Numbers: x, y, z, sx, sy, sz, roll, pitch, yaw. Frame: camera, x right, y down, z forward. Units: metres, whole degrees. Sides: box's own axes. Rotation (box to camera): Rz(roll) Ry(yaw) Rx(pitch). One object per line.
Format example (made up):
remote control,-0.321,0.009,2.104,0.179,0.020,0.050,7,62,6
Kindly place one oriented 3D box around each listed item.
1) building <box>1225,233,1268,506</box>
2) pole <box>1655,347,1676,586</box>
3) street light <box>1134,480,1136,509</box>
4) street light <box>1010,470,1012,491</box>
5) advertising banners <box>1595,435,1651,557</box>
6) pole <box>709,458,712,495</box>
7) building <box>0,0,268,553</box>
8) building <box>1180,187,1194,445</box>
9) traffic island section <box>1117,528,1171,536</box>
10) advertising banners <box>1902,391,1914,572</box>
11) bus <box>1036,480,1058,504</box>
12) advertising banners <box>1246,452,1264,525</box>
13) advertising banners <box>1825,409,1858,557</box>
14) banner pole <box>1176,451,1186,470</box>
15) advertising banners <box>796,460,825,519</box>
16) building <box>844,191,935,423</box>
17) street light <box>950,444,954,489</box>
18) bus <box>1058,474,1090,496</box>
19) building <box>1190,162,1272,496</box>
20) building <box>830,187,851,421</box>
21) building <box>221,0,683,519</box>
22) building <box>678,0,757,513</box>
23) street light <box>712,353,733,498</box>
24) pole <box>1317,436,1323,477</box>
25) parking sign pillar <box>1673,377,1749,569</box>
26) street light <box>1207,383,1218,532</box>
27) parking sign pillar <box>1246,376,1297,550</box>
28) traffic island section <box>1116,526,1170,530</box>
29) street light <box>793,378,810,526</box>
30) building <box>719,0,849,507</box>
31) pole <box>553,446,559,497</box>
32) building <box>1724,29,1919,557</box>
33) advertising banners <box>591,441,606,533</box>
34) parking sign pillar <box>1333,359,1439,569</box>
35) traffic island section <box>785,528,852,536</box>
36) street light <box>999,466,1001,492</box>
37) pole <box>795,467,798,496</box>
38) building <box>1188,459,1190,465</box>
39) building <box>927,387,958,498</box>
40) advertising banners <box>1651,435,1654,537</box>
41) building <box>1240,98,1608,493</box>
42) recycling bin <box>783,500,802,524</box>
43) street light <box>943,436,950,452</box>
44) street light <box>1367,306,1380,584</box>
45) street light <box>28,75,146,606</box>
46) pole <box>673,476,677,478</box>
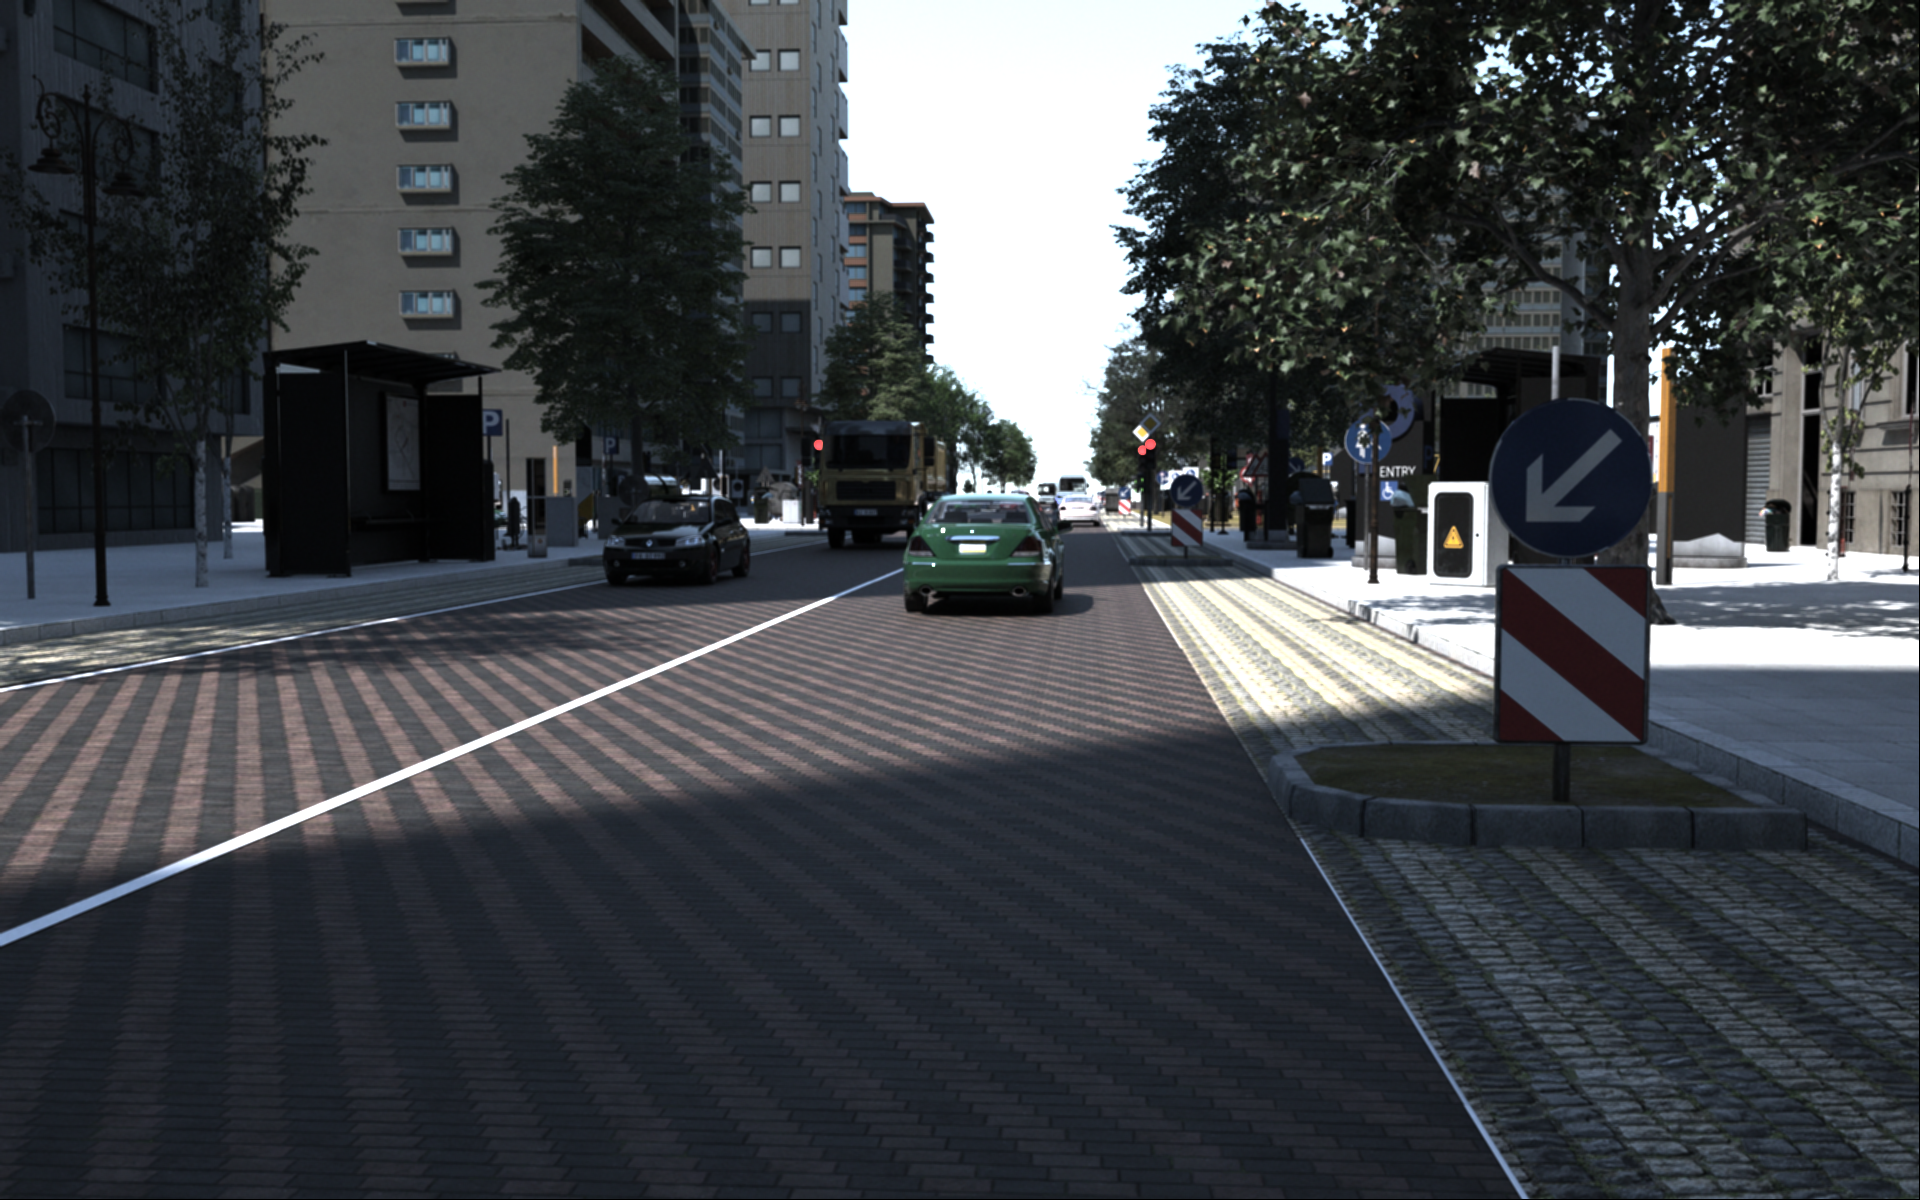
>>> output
building,37.341,-26.120,198.757,14.160,30.474,14.107,0,4,4
pole,9.884,-1.858,24.224,0.158,3.312,0.155,0,3,0
street light,15.184,-10.862,150.388,0.468,5.910,1.993,0,4,4
street light,7.798,-17.746,262.926,0.468,5.910,1.993,0,4,4
advertising banners,12.976,-2.406,35.519,2.074,3.025,0.090,1,4,19
pole,-14.097,-6.364,97.897,0.158,3.312,0.155,0,3,0
building,-26.305,-16.635,43.681,14.107,30.474,14.160,0,4,4
building,50.896,-42.565,285.169,28.713,52.752,27.495,0,4,4
traffic island section,6.539,-2.280,59.565,2.009,0.180,2.903,0,4,4
advertising banners,15.964,-2.014,29.122,0.090,3.025,2.074,2,4,30
bus,13.018,-15.867,254.281,2.948,3.499,13.247,0,4,6
advertising banners,12.386,-4.614,71.624,0.090,3.025,2.074,-1,4,-23
advertising banners,17.977,-2.390,35.261,0.090,3.025,2.074,3,5,40
banner pole,12.878,-6.811,101.379,0.863,3.779,0.401,-2,4,-27
advertising banners,-7.544,-5.675,88.966,2.074,3.025,0.090,-3,4,-36
building,-15.274,-36.601,253.056,22.147,44.769,28.867,0,4,4
street light,-0.684,-10.547,145.224,0.468,5.910,1.993,0,4,4
bus,10.752,-10.354,164.152,2.948,3.499,13.247,0,4,5
building,44.219,-38.101,246.660,21.300,48.544,21.600,0,4,4
building,-25.415,-30.209,185.800,32.217,40.220,23.993,0,4,4
building,-28.169,-28.755,93.853,21.300,48.544,21.600,0,4,4
building,-28.943,-26.489,124.983,32.217,40.220,23.993,0,4,4
street light,-7.345,-4.958,53.846,0.468,5.910,1.993,0,4,4
pole,12.413,-4.032,59.760,0.158,3.312,0.155,0,3,0
parking sign pillar,13.033,-2.556,30.267,1.447,3.967,1.447,2,4,32
street light,8.534,-5.238,58.436,0.468,5.910,1.993,0,4,4
parking sign pillar,7.405,-3.169,40.290,1.447,3.967,1.447,1,4,11
traffic island section,7.117,-2.767,67.529,2.009,0.180,2.903,0,4,4
street light,-6.282,-5.889,69.072,0.468,5.910,1.993,0,4,4
building,-24.897,-34.796,158.155,28.713,52.752,27.495,0,4,4
pole,-17.157,-4.877,73.574,0.158,3.312,0.155,0,3,0
building,26.482,-12.090,30.963,16.112,22.955,30.059,0,4,4
advertising banners,-11.832,-3.703,56.732,0.090,3.025,2.074,-2,4,-24
parking sign pillar,7.591,-2.553,30.217,1.447,3.967,1.447,3,5,44
traffic island section,-4.872,-2.331,60.396,2.009,0.180,2.903,0,4,4
street light,5.314,-15.621,228.198,0.468,5.910,1.993,0,4,4
pole,-12.283,-8.323,129.925,0.158,3.312,0.155,0,3,0
building,42.430,-37.596,264.801,14.600,45.320,14.200,0,4,4
building,-15.134,-26.766,282.660,27.650,21.520,28.899,0,4,4
advertising banners,21.121,-3.379,51.427,2.074,3.025,0.090,1,4,18
building,43.318,-28.830,163.258,32.217,40.220,23.993,0,4,4
recycling bin,-7.156,-3.755,73.954,0.722,1.027,0.722,0,4,5
street light,-1.308,-10.096,137.853,0.468,5.910,1.993,0,4,4
street light,5.917,-3.169,24.609,0.468,5.910,1.993,0,4,4
street light,-9.847,-2.869,19.698,0.468,5.910,1.993,0,4,4
pole,-14.994,-5.952,91.158,0.158,3.312,0.155,0,3,0
